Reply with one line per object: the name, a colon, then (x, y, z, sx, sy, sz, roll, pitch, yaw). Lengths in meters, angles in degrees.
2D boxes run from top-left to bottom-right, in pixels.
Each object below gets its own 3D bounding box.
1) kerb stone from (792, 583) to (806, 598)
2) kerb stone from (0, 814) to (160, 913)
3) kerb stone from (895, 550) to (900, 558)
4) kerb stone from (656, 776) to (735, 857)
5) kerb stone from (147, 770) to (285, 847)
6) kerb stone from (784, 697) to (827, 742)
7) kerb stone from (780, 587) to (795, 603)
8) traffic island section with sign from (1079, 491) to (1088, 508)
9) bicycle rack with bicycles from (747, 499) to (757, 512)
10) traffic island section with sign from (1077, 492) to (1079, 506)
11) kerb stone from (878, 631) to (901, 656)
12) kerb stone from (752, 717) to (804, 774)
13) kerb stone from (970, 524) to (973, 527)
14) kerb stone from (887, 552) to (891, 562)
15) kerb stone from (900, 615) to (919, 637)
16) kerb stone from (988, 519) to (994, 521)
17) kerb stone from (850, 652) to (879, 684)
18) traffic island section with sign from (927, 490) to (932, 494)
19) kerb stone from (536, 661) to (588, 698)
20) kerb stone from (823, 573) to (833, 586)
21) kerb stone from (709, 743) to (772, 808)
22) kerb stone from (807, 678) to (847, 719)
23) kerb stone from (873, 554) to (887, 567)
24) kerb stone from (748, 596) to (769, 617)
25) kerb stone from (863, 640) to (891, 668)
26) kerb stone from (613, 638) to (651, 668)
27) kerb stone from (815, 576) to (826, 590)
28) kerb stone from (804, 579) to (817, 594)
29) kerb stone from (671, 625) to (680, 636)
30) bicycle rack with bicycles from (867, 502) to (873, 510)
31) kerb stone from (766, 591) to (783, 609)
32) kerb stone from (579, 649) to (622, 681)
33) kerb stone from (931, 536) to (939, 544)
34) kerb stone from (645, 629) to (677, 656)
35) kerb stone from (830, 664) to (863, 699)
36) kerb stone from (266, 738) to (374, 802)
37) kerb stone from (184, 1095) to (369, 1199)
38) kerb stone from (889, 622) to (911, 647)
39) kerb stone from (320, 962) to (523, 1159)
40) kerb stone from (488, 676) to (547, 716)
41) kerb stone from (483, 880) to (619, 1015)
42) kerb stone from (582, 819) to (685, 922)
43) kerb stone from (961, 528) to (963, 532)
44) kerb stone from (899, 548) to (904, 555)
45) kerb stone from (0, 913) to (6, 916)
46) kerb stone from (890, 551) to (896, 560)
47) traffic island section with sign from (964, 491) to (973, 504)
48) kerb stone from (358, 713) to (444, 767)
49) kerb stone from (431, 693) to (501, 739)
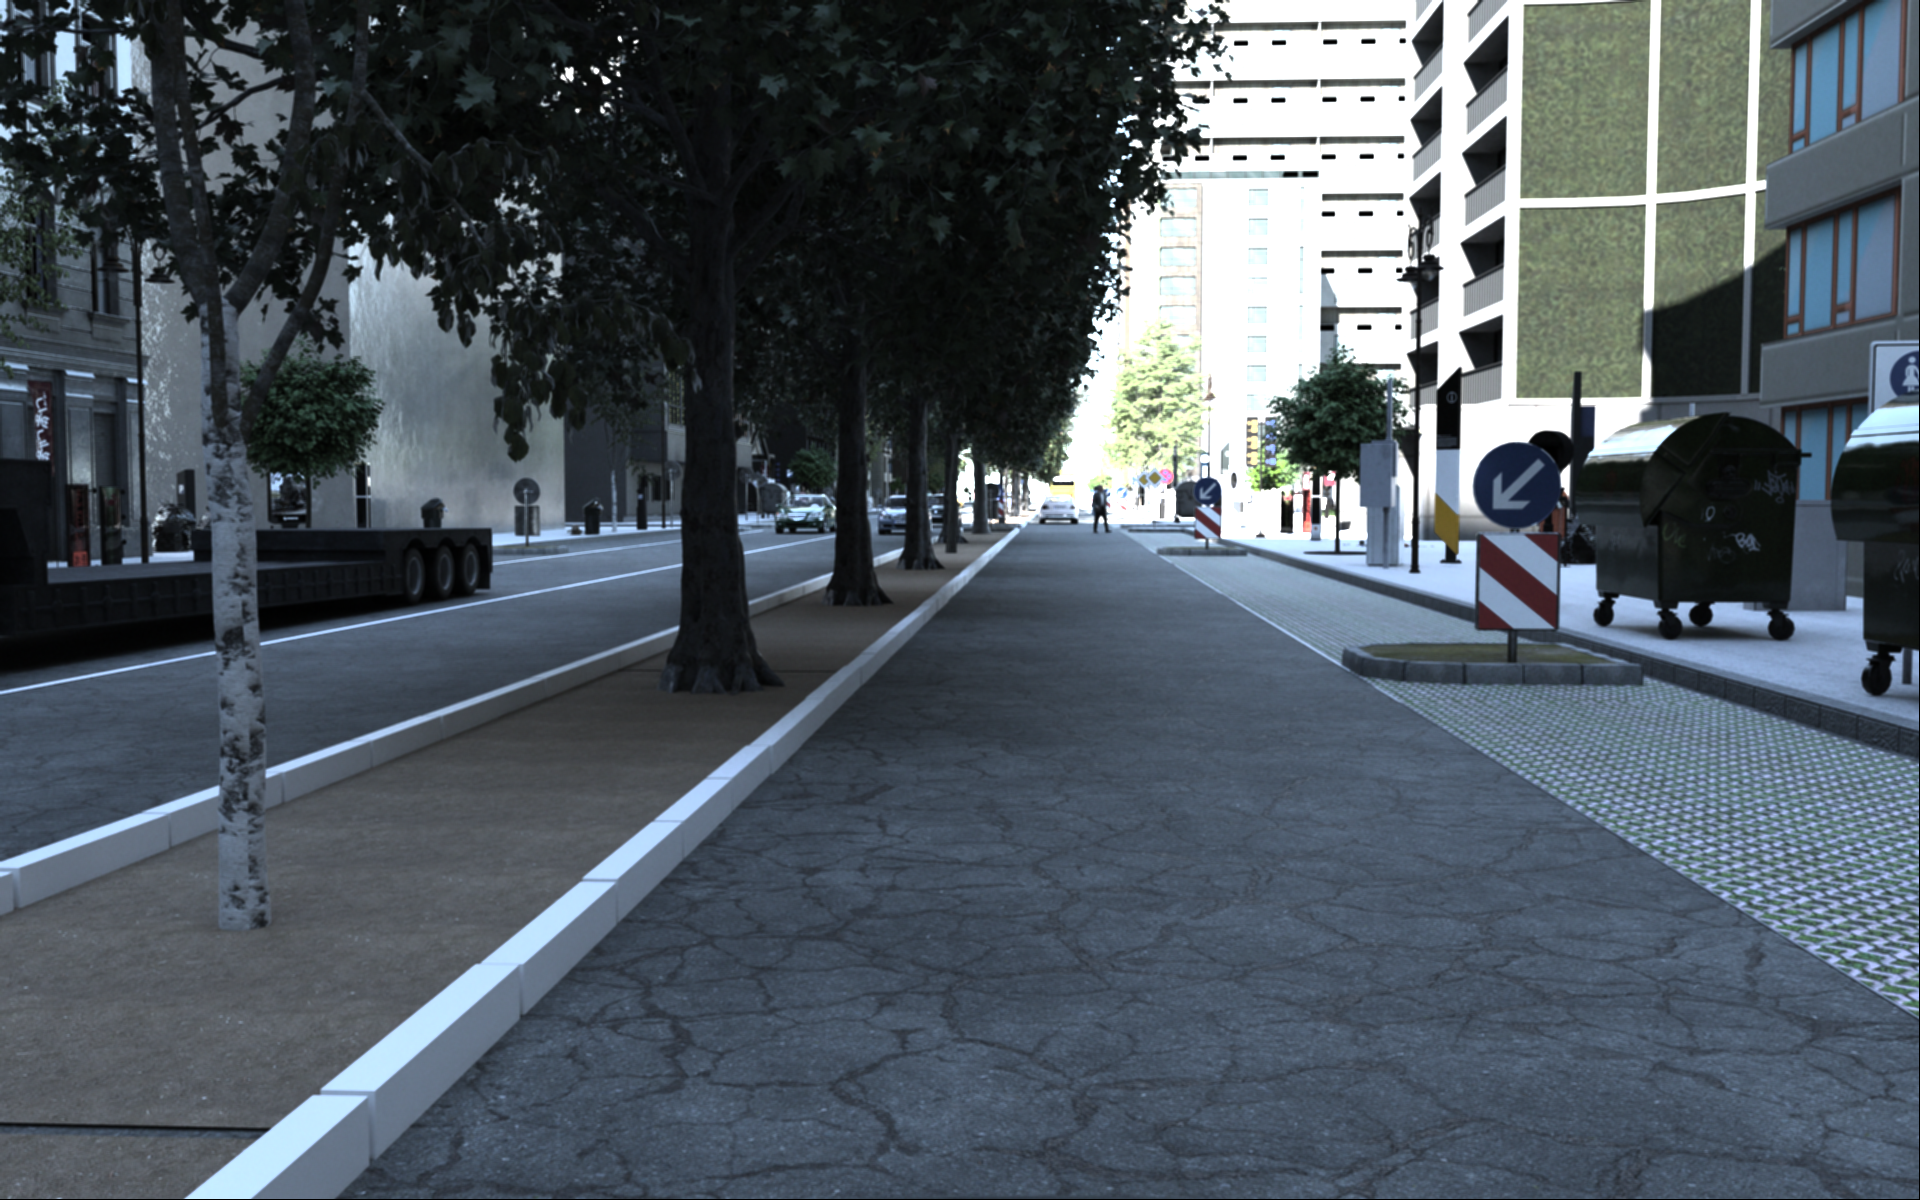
kerb stone: (-2.287, -0.101, 23.850, 0.120, 0.150, 1.000, 0, 4, 3)
kerb stone: (-3.260, 0.963, 6.451, 0.120, 0.150, 1.000, 0, 4, 3)
kerb stone: (-1.480, -0.978, 38.178, 0.120, 0.150, 1.000, 0, 4, 3)
kerb stone: (-1.115, 0.911, 7.305, 0.120, 0.150, 1.000, 0, 4, 3)
kerb stone: (-3.211, 0.900, 7.479, 0.120, 0.150, 1.000, 0, 4, 3)
kerb stone: (-0.938, 0.728, 10.374, 0.120, 0.150, 1.000, 0, 4, 3)
kerb stone: (-2.343, -0.039, 22.828, 0.120, 0.150, 1.000, 0, 4, 3)
traffic island section with sign: (13.138, -10.070, 173.279, 1.989, 1.847, 2.006, 0, 4, 3)
bicycle rack with bicycles: (-14.694, -6.632, 121.813, 2.925, 0.926, 2.852, 2, 4, 31)
traffic island section with sign: (14.646, -11.719, 200.238, 1.989, 1.847, 2.006, 0, 4, 3)
kerb stone: (-0.653, 0.414, 15.486, 0.120, 0.150, 1.000, 0, 4, 3)
kerb stone: (-0.990, 0.787, 9.353, 0.120, 0.150, 1.000, 0, 4, 3)
kerb stone: (0.640, -3.262, 75.544, 0.120, 0.150, 1.000, 0, 4, 3)
kerb stone: (-1.592, -0.852, 36.127, 0.120, 0.150, 1.000, 0, 4, 3)
kerb stone: (-0.536, 0.285, 17.530, 0.120, 0.150, 1.000, 0, 4, 3)
kerb stone: (1.793, -4.514, 95.999, 0.120, 0.150, 1.000, 0, 4, 3)
kerb stone: (-0.764, 0.541, 13.440, 0.120, 0.150, 1.000, 0, 4, 3)
traffic island section with sign: (-3.116, -10.069, 173.262, 1.989, 1.847, 2.006, 0, 4, 3)
kerb stone: (-2.917, 0.588, 12.583, 0.120, 0.150, 1.000, 0, 4, 3)
kerb stone: (-2.120, -0.287, 26.913, 0.120, 0.150, 1.000, 0, 4, 3)
kerb stone: (-1.059, 0.848, 8.333, 0.120, 0.150, 1.000, 0, 4, 3)
kerb stone: (-0.884, 0.661, 11.394, 0.120, 0.150, 1.000, 0, 4, 3)
kerb stone: (-1.641, -0.790, 35.106, 0.120, 0.150, 1.000, 0, 4, 3)
kerb stone: (-2.460, 0.086, 20.783, 0.120, 0.150, 1.000, 0, 4, 3)
kerb stone: (-0.709, 0.473, 14.465, 0.120, 0.150, 1.000, 0, 4, 3)
kerb stone: (-2.804, 0.463, 14.625, 0.120, 0.150, 1.000, 0, 4, 3)
kerb stone: (-2.171, -0.226, 25.892, 0.120, 0.150, 1.000, 0, 4, 3)
kerb stone: (-2.223, -0.164, 24.870, 0.120, 0.150, 1.000, 0, 4, 3)
kerb stone: (-2.692, 0.338, 16.676, 0.120, 0.150, 1.000, 0, 4, 3)
bicycle rack with bicycles: (-8.486, -7.556, 136.923, 2.925, 0.926, 2.852, 0, 4, 5)
kerb stone: (-2.400, 0.024, 21.804, 0.120, 0.150, 1.000, 0, 4, 3)
kerb stone: (-2.862, 0.525, 13.604, 0.120, 0.150, 1.000, 0, 4, 3)
kerb stone: (-0.727, -1.792, 51.499, 0.120, 0.150, 1.000, 0, 4, 3)
kerb stone: (-2.750, 0.400, 15.648, 0.120, 0.150, 1.000, 0, 4, 3)
kerb stone: (-0.829, 0.598, 12.419, 0.120, 0.150, 1.000, 0, 4, 3)
kerb stone: (-3.148, 0.838, 8.499, 0.120, 0.150, 1.000, 0, 4, 3)
kerb stone: (-1.348, 1.162, 3.197, 0.120, 0.150, 1.000, 0, 4, 3)
kerb stone: (-0.595, 0.348, 16.510, 0.120, 0.150, 1.000, 0, 4, 3)
kerb stone: (-1.289, 1.099, 4.228, 0.120, 0.150, 1.000, 0, 4, 3)
kerb stone: (-2.979, 0.654, 11.563, 0.120, 0.150, 1.000, 0, 4, 3)
kerb stone: (-1.230, 1.043, 5.260, 0.120, 0.150, 1.000, 0, 4, 3)
kerb stone: (-1.174, 0.973, 6.281, 0.120, 0.150, 1.000, 0, 4, 3)
kerb stone: (0.033, -2.604, 64.808, 0.120, 0.150, 1.000, 0, 4, 3)
kerb stone: (-1.422, -1.040, 39.203, 0.120, 0.150, 1.000, 0, 4, 3)
kerb stone: (-3.322, 1.035, 5.420, 0.120, 0.150, 1.000, 0, 4, 3)
kerb stone: (-1.532, -0.915, 37.152, 0.120, 0.150, 1.000, 0, 4, 3)
traffic island section with sign: (1.555, -15.124, 255.903, 1.989, 1.847, 2.006, 0, 4, 3)
kerb stone: (-3.090, 0.776, 9.521, 0.120, 0.150, 1.000, 0, 4, 3)
kerb stone: (-3.028, 0.714, 10.542, 0.120, 0.150, 1.000, 0, 4, 3)
